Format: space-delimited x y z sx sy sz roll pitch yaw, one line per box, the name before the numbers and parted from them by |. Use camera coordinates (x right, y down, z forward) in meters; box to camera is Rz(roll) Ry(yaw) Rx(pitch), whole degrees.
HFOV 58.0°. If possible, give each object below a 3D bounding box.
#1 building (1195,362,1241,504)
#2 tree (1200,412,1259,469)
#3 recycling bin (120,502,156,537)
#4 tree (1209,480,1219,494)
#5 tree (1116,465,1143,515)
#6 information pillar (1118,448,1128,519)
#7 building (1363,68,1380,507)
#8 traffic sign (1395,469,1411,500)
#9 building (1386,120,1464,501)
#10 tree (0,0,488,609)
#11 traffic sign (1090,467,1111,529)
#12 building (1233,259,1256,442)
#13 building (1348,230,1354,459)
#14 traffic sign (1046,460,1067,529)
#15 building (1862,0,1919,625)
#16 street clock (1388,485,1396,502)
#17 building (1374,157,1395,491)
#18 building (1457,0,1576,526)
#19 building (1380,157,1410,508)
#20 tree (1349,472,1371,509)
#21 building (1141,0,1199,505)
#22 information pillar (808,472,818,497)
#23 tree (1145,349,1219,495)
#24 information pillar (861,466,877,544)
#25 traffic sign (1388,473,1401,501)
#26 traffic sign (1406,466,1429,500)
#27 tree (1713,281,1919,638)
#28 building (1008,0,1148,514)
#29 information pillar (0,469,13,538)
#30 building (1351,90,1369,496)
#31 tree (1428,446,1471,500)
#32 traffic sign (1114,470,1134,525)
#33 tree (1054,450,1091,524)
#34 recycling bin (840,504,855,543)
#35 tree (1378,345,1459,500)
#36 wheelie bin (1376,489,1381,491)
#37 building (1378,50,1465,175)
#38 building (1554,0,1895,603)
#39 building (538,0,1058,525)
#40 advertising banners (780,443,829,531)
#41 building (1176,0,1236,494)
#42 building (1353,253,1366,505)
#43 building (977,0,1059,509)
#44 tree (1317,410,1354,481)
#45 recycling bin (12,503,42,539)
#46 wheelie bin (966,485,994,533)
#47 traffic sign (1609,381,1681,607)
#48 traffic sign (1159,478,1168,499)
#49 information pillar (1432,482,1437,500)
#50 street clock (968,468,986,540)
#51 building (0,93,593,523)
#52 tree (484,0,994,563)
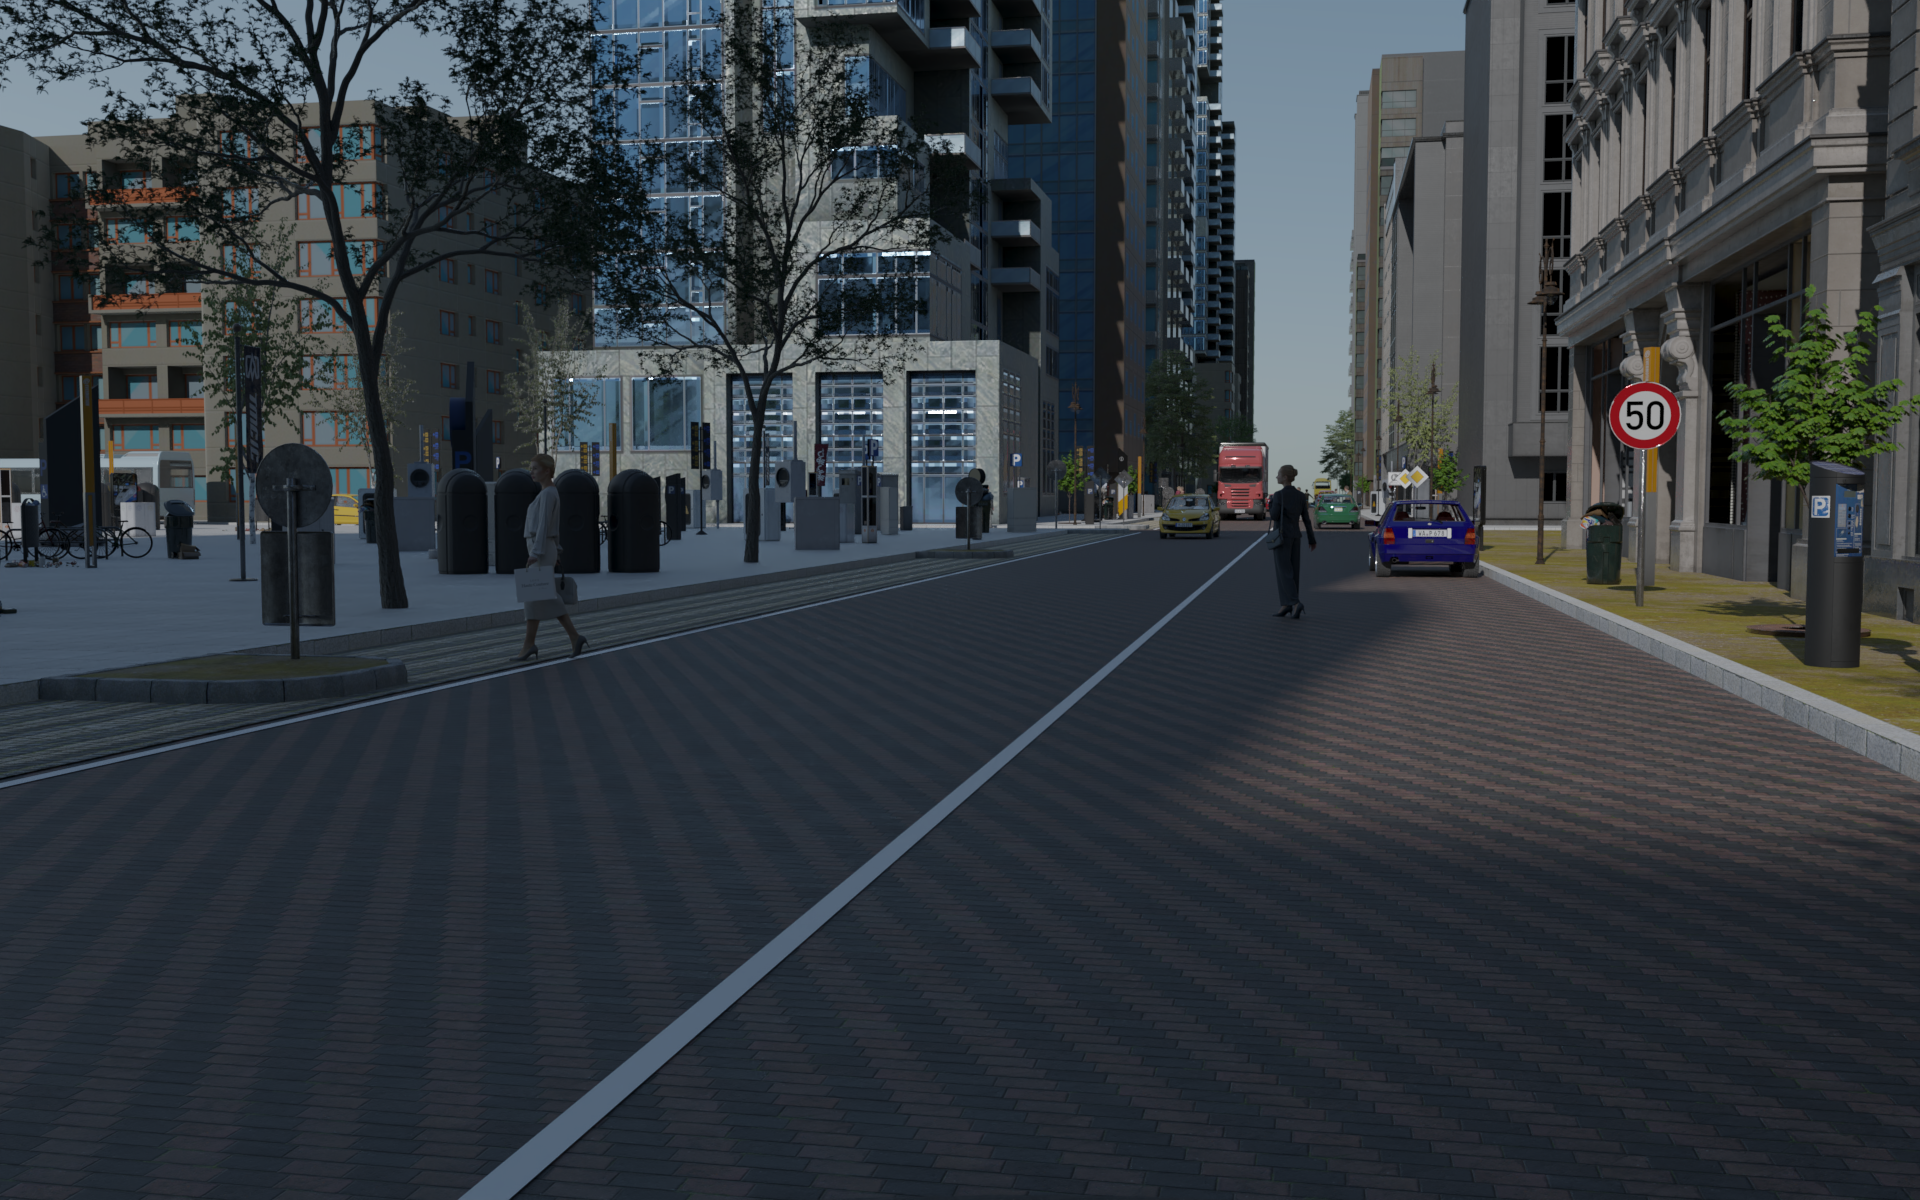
building | 25.123 -24.473 245.168 27.650 21.520 28.899 1 4 11
tree | 34.466 -17.957 219.347 9.928 11.665 9.643 0 3 0
recycling bin | -24.782 -2.427 52.235 0.722 1.027 0.722 2 4 34
tree | 30.557 -12.802 203.905 1.663 3.219 1.824 0 3 0
tree | 10.491 -6.775 105.371 1.663 3.219 1.824 0 3 0
information pillar | 8.228 -5.886 87.592 0.504 3.616 0.183 -1 4 -16
building | 48.965 -32.297 178.159 14.600 45.320 14.200 1 4 11
traffic sign | 17.691 -3.988 68.847 0.795 2.450 0.064 1 4 11
building | 33.829 -17.470 104.697 14.314 24.678 30.058 1 4 11
tree | -6.651 -5.196 19.371 7.601 10.594 8.767 2 4 30
traffic sign | 5.129 -3.647 63.273 0.795 2.450 0.064 1 4 11
building | 42.770 -37.389 294.897 14.154 41.232 14.086 1 4 11
building | 74.381 -40.408 280.281 23.786 49.044 30.456 1 4 11
traffic sign | 3.570 -3.920 64.196 0.768 2.556 0.104 1 4 14
building | 12.574 -9.742 8.441 9.793 20.994 18.267 1 4 11
street clock | 20.302 -4.697 81.367 0.358 2.002 0.471 -1 4 -9
building | 43.178 -23.142 150.078 14.160 30.474 14.107 1 4 11
building | 33.997 -17.079 72.745 24.014 27.812 14.314 1 4 11
building | 38.301 -19.101 130.318 12.078 24.808 19.932 1 4 11
tree | 34.461 -9.420 148.623 1.663 3.219 1.824 0 3 0
building | 10.184 -33.204 162.487 23.786 49.044 30.456 1 4 11
information pillar | -4.933 -3.282 58.153 0.304 2.012 0.304 0 4 -1
tree | 16.372 -13.318 135.877 7.486 12.596 7.792 0 3 0
information pillar | -2.358 -2.480 45.046 0.304 2.012 0.304 -3 4 -37
traffic sign | 20.303 -4.820 80.931 0.606 2.300 0.079 1 4 13
traffic sign | 16.094 -3.509 61.022 0.795 2.450 0.064 1 4 11
tree | 7.796 -1.306 15.955 1.663 3.219 1.824 0 3 0
building | 5.093 -28.603 117.774 14.600 45.320 14.200 1 4 11
information pillar | -27.669 -2.796 50.200 0.304 2.012 0.304 -2 4 -35
building | 67.755 -43.392 251.458 21.231 58.520 28.212 1 4 11
tree | 19.359 -4.520 68.507 1.663 3.219 1.824 0 3 0
traffic sign | 6.726 -4.126 71.097 0.795 2.450 0.064 1 4 11
tree | 4.863 -4.903 74.773 1.663 3.219 1.824 0 3 0
recycling bin | -3.223 -2.030 45.738 0.722 1.027 0.722 1 4 15
tree | 22.946 -8.333 86.600 4.737 8.622 4.395 0 3 0
wheelie bin | 26.242 -6.150 108.461 0.693 1.594 0.980 3 4 36
building | 46.465 -29.349 163.456 14.154 41.232 14.086 1 4 11
building | 18.355 -11.463 38.334 10.553 20.767 40.483 1 4 11
building | -6.200 -47.399 87.642 22.319 86.520 31.000 1 4 11
advertising banners | -5.546 -3.899 59.937 2.074 3.025 0.090 0 4 8
building | 33.481 -58.702 272.441 22.319 86.520 31.000 1 4 11
building | 54.416 -26.652 207.460 14.160 30.474 14.107 1 4 11
building | 16.115 -53.747 191.437 22.319 86.520 31.000 1 4 11
tree | 52.028 -19.260 233.019 7.486 12.596 7.792 0 3 0
recycling bin | -26.465 -2.250 49.341 0.722 1.027 0.722 0 4 2
wheelie bin | 0.673 -3.019 57.273 0.980 1.594 0.693 -1 4 -20
traffic sign | 7.760 -1.198 19.691 0.768 2.556 0.104 1 4 14
traffic sign | 12.835 -6.555 109.303 0.606 2.300 0.079 1 4 19
information pillar | 23.128 -4.873 84.160 0.304 2.012 0.304 -2 4 -26
street clock | 0.477 -2.689 48.541 0.471 2.002 0.358 3 5 43
building | -36.983 -15.139 92.568 28.899 21.520 27.650 1 4 11
tree | -3.867 -5.958 31.828 8.767 10.594 7.601 -1 4 -12
